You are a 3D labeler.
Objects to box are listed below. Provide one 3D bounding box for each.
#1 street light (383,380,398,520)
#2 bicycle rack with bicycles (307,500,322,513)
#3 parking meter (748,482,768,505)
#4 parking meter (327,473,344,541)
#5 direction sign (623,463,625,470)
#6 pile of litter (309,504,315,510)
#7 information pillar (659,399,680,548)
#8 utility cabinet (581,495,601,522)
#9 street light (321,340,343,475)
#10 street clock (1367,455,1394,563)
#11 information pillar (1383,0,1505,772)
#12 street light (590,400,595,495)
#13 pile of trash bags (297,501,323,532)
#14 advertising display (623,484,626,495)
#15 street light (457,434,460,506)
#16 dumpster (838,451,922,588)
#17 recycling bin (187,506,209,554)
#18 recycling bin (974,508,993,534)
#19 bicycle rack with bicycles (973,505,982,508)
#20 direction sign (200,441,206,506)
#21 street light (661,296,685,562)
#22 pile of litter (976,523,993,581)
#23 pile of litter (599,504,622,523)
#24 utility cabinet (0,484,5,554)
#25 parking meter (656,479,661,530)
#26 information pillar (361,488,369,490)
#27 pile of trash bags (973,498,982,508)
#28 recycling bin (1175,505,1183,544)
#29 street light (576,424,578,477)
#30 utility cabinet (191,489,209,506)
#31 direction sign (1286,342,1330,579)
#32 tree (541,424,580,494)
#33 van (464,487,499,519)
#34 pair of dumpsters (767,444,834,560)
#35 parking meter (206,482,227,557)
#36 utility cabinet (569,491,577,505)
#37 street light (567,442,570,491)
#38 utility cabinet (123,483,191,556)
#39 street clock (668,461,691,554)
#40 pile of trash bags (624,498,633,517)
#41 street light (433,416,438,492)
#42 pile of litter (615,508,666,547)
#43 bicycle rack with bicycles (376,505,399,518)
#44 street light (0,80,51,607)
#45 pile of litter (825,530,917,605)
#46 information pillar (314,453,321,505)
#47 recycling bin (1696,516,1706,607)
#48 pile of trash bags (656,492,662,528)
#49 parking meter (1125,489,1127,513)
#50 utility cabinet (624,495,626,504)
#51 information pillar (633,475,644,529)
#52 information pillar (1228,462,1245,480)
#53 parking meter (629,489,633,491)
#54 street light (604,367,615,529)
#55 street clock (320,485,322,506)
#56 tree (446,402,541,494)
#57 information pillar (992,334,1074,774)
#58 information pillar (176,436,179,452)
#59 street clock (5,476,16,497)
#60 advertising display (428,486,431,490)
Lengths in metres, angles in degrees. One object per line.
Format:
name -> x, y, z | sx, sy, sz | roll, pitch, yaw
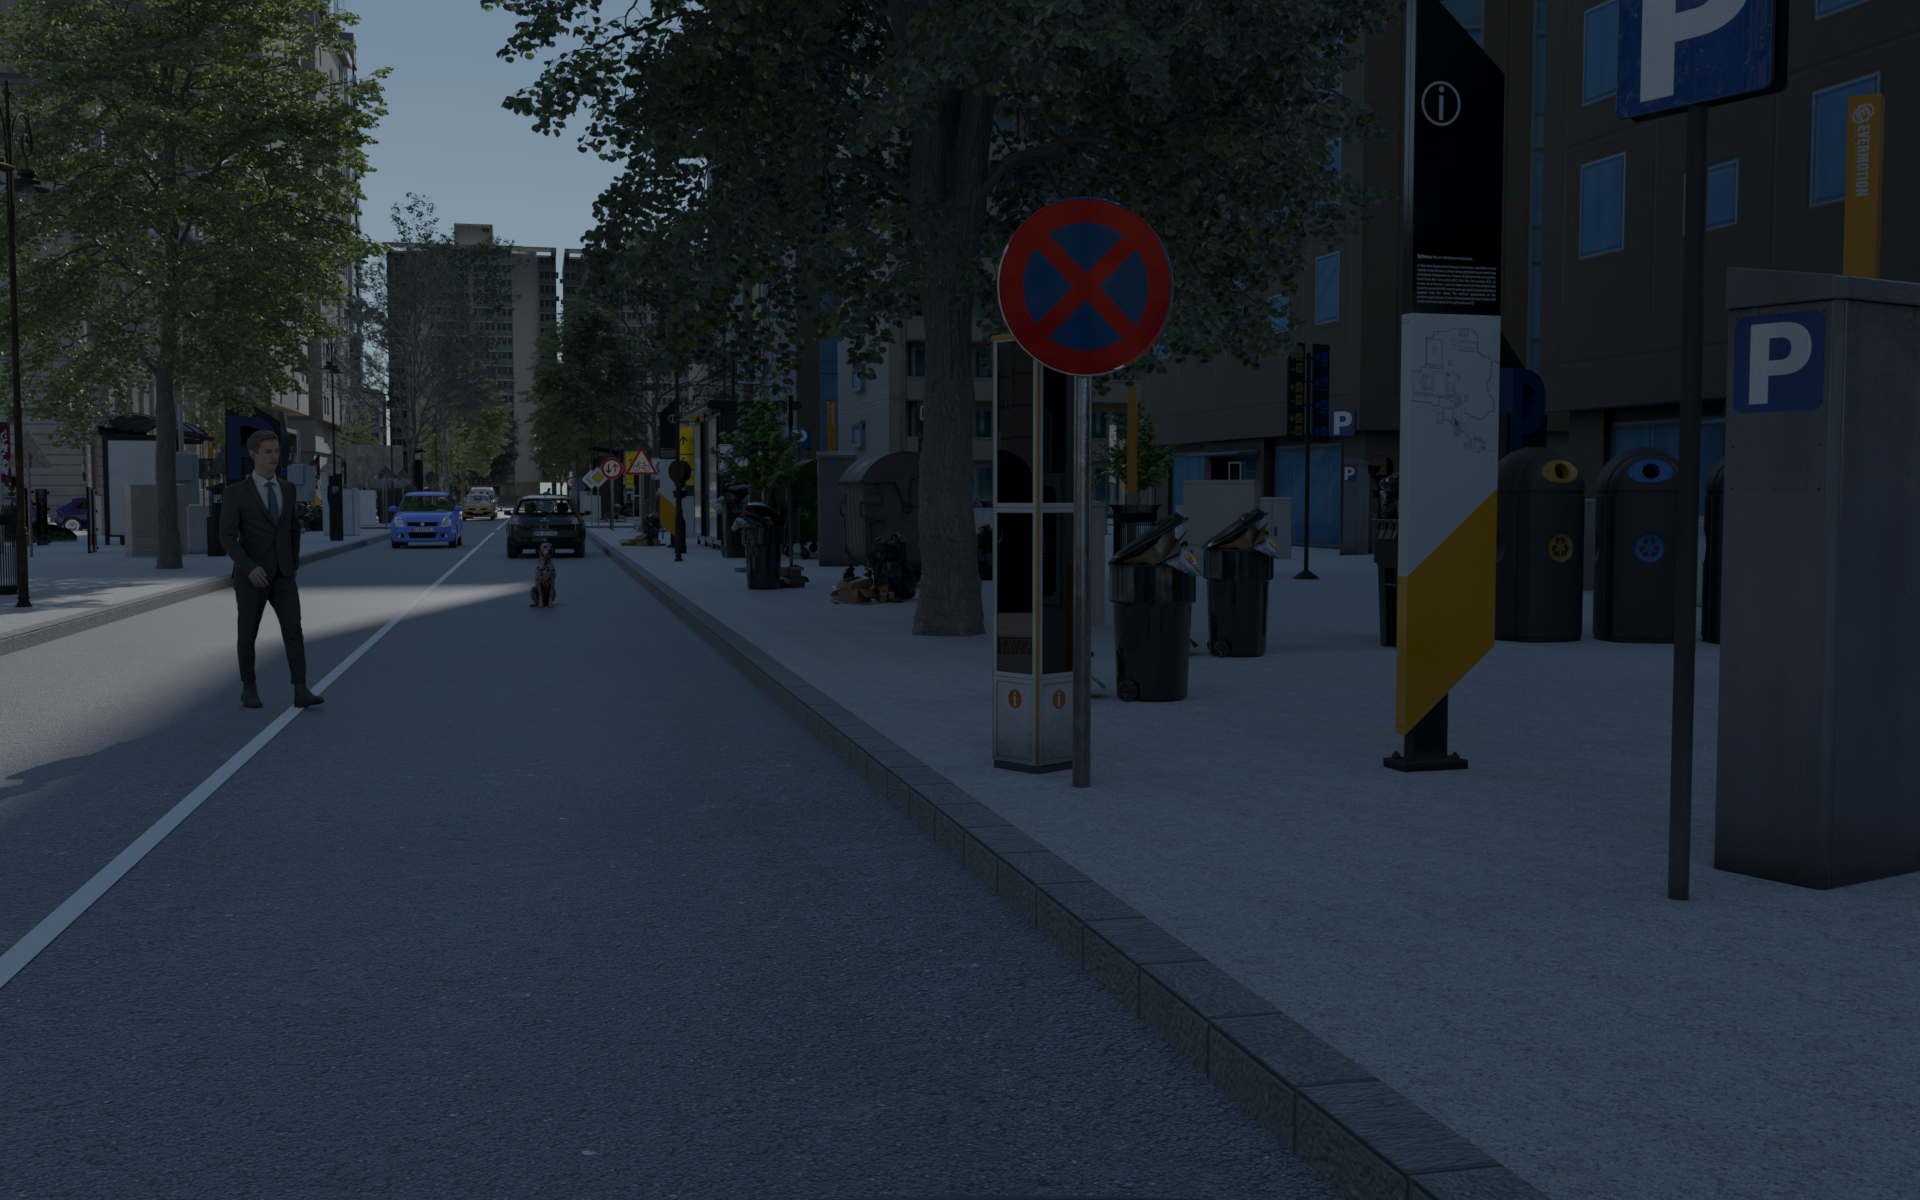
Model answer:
street light -> -22.983, -5.948, 70.039 | 0.468, 5.910, 1.993 | -1, 4, -14
bicycle rack with bicycles -> -49.326, -7.308, 132.867 | 2.852, 0.926, 2.925 | 0, 4, -6
parking meter -> -3.870, -1.515, 33.174 | 0.372, 1.533, 0.369 | 0, 3, 0
parking meter -> -17.125, -2.554, 47.467 | 0.399, 1.863, 0.255 | -1, 4, -20
direction sign -> -24.960, -8.279, 127.359 | 0.876, 3.537, 0.379 | 2, 4, 25
pile of litter -> -29.845, -4.084, 80.735 | 1.176, 0.858, 1.719 | -2, 4, -32
information pillar -> -6.892, -3.051, 41.244 | 0.504, 3.616, 0.183 | 0, 4, 4
utility cabinet -> -17.107, -4.230, 80.326 | 1.020, 1.237, 0.306 | 2, 4, 34
street light -> -18.038, -4.714, 49.870 | 0.468, 5.910, 1.993 | -1, 4, -14
street clock -> 7.829, -1.695, 32.282 | 0.471, 2.002, 0.358 | 1, 4, 11
information pillar -> 2.259, -1.020, 8.026 | 0.504, 3.616, 0.183 | -1, 4, -16
street light -> -17.583, -6.722, 82.692 | 0.468, 5.910, 1.993 | -1, 4, -14
pile of trash bags -> -22.513, -3.071, 59.963 | 1.912, 1.369, 3.447 | 1, 4, 23
advertising display -> -22.357, -6.612, 113.321 | 0.974, 1.923, 0.123 | -1, 4, -19
street light -> -38.001, -9.690, 131.226 | 0.468, 5.910, 1.993 | -1, 4, -14
dumpster -> -0.934, -1.129, 24.214 | 1.264, 1.857, 1.865 | -1, 4, -14
recycling bin -> -16.450, -1.517, 37.351 | 0.722, 1.027, 0.722 | 3, 5, 39
recycling bin -> 0.438, -1.181, 31.856 | 0.722, 1.027, 0.722 | 0, 4, 3
bicycle rack with bicycles -> 2.232, -4.403, 85.378 | 2.852, 0.926, 2.925 | -1, 4, -14
direction sign -> -32.322, -5.016, 74.003 | 0.379, 3.537, 0.876 | -1, 4, -12
street light -> -5.359, -3.671, 32.814 | 0.468, 5.910, 1.993 | -1, 4, -14
pile of litter -> 0.244, -0.738, 26.030 | 1.719, 0.858, 1.176 | -1, 4, -20
pile of litter -> -15.531, -3.929, 78.198 | 1.719, 0.858, 1.176 | 1, 4, 9
utility cabinet -> -20.872, -1.735, 37.045 | 1.173, 1.500, 0.318 | 3, 5, 40
parking meter -> -10.928, -3.471, 62.465 | 0.255, 1.863, 0.399 | 2, 4, 30
information pillar -> -25.267, -4.228, 73.615 | 0.304, 2.012, 0.304 | -1, 4, -22
pile of trash bags -> 1.715, -3.252, 62.918 | 3.447, 1.369, 1.912 | 2, 4, 27
recycling bin -> 5.324, -1.666, 39.800 | 0.722, 1.027, 0.722 | 0, 4, 5
street light -> -25.123, -8.611, 113.585 | 0.468, 5.910, 1.993 | -1, 4, -14
utility cabinet -> -33.604, -4.178, 76.988 | 1.173, 1.500, 0.318 | -3, 5, -41
direction sign -> 5.233, -2.085, 26.084 | 0.876, 3.537, 0.379 | -2, 4, -35
tree -> -43.826, -16.198, 190.591 | 9.928, 11.665, 9.643 | 0, 3, 0
van -> -28.203, -5.820, 102.173 | 2.013, 2.044, 4.112 | -1, 4, -13
pair of dumpsters -> -3.108, -2.037, 35.793 | 1.574, 2.255, 4.437 | -1, 4, -14
parking meter -> -15.322, -1.668, 35.683 | 0.372, 1.533, 0.369 | 0, 3, 0
utility cabinet -> -28.317, -7.305, 128.108 | 1.173, 1.500, 0.318 | 2, 4, 24
street light -> -32.492, -10.468, 143.946 | 0.468, 5.910, 1.993 | -1, 4, -14
utility cabinet -> -16.522, -1.647, 35.604 | 0.318, 1.500, 1.173 | 3, 4, 37
street clock -> -6.038, -2.006, 37.371 | 0.471, 2.002, 0.358 | 2, 4, 33
pile of trash bags -> -19.005, -5.368, 97.511 | 3.447, 1.369, 1.912 | 3, 4, 38
street light -> -30.495, -7.836, 100.898 | 0.468, 5.910, 1.993 | -1, 4, -14
pile of litter -> -7.896, -1.778, 43.033 | 1.176, 0.858, 1.719 | -1, 4, -10
bicycle rack with bicycles -> -27.932, -4.420, 85.649 | 2.925, 0.926, 2.852 | -3, 5, -40
street light -> -10.643, -2.858, 19.515 | 0.468, 5.910, 1.993 | -1, 4, -14
pile of litter -> -1.103, -0.421, 20.842 | 1.176, 0.858, 1.719 | 2, 4, 26
information pillar -> -36.906, -6.614, 99.497 | 0.183, 3.616, 0.504 | 1, 4, 12
recycling bin -> 8.309, -0.457, 20.033 | 0.722, 1.027, 0.722 | 1, 4, 10
pile of trash bags -> -9.123, -3.150, 61.248 | 3.447, 1.369, 1.912 | 0, 4, -8
parking meter -> 7.573, -4.404, 77.711 | 0.255, 1.863, 0.399 | -3, 4, -37
utility cabinet -> -20.372, -5.690, 104.196 | 1.020, 1.237, 0.306 | -3, 5, -43
information pillar -> -11.678, -3.572, 62.900 | 0.304, 2.012, 0.304 | 1, 4, 17
information pillar -> 6.336, -2.154, 39.702 | 0.304, 2.012, 0.304 | 2, 4, 26
parking meter -> -27.181, -8.399, 143.027 | 0.255, 1.863, 0.399 | 0, 4, 6
street light -> -12.748, -5.528, 63.171 | 0.468, 5.910, 1.993 | -1, 4, -14
street clock -> -51.131, -8.187, 138.420 | 0.358, 2.002, 0.471 | 1, 4, 13
tree -> -50.427, -15.450, 178.361 | 9.928, 11.665, 9.643 | 0, 3, 0
information pillar -> 0.358, -0.218, 8.058 | 0.304, 2.012, 0.304 | -3, 5, -43
information pillar -> -25.030, -3.896, 55.060 | 0.183, 3.616, 0.504 | 2, 4, 29
street clock -> -37.874, -3.953, 69.203 | 0.358, 2.002, 0.471 | 1, 4, 22
advertising display -> -40.149, -7.704, 131.166 | 0.123, 1.923, 0.974 | -1, 4, -21
